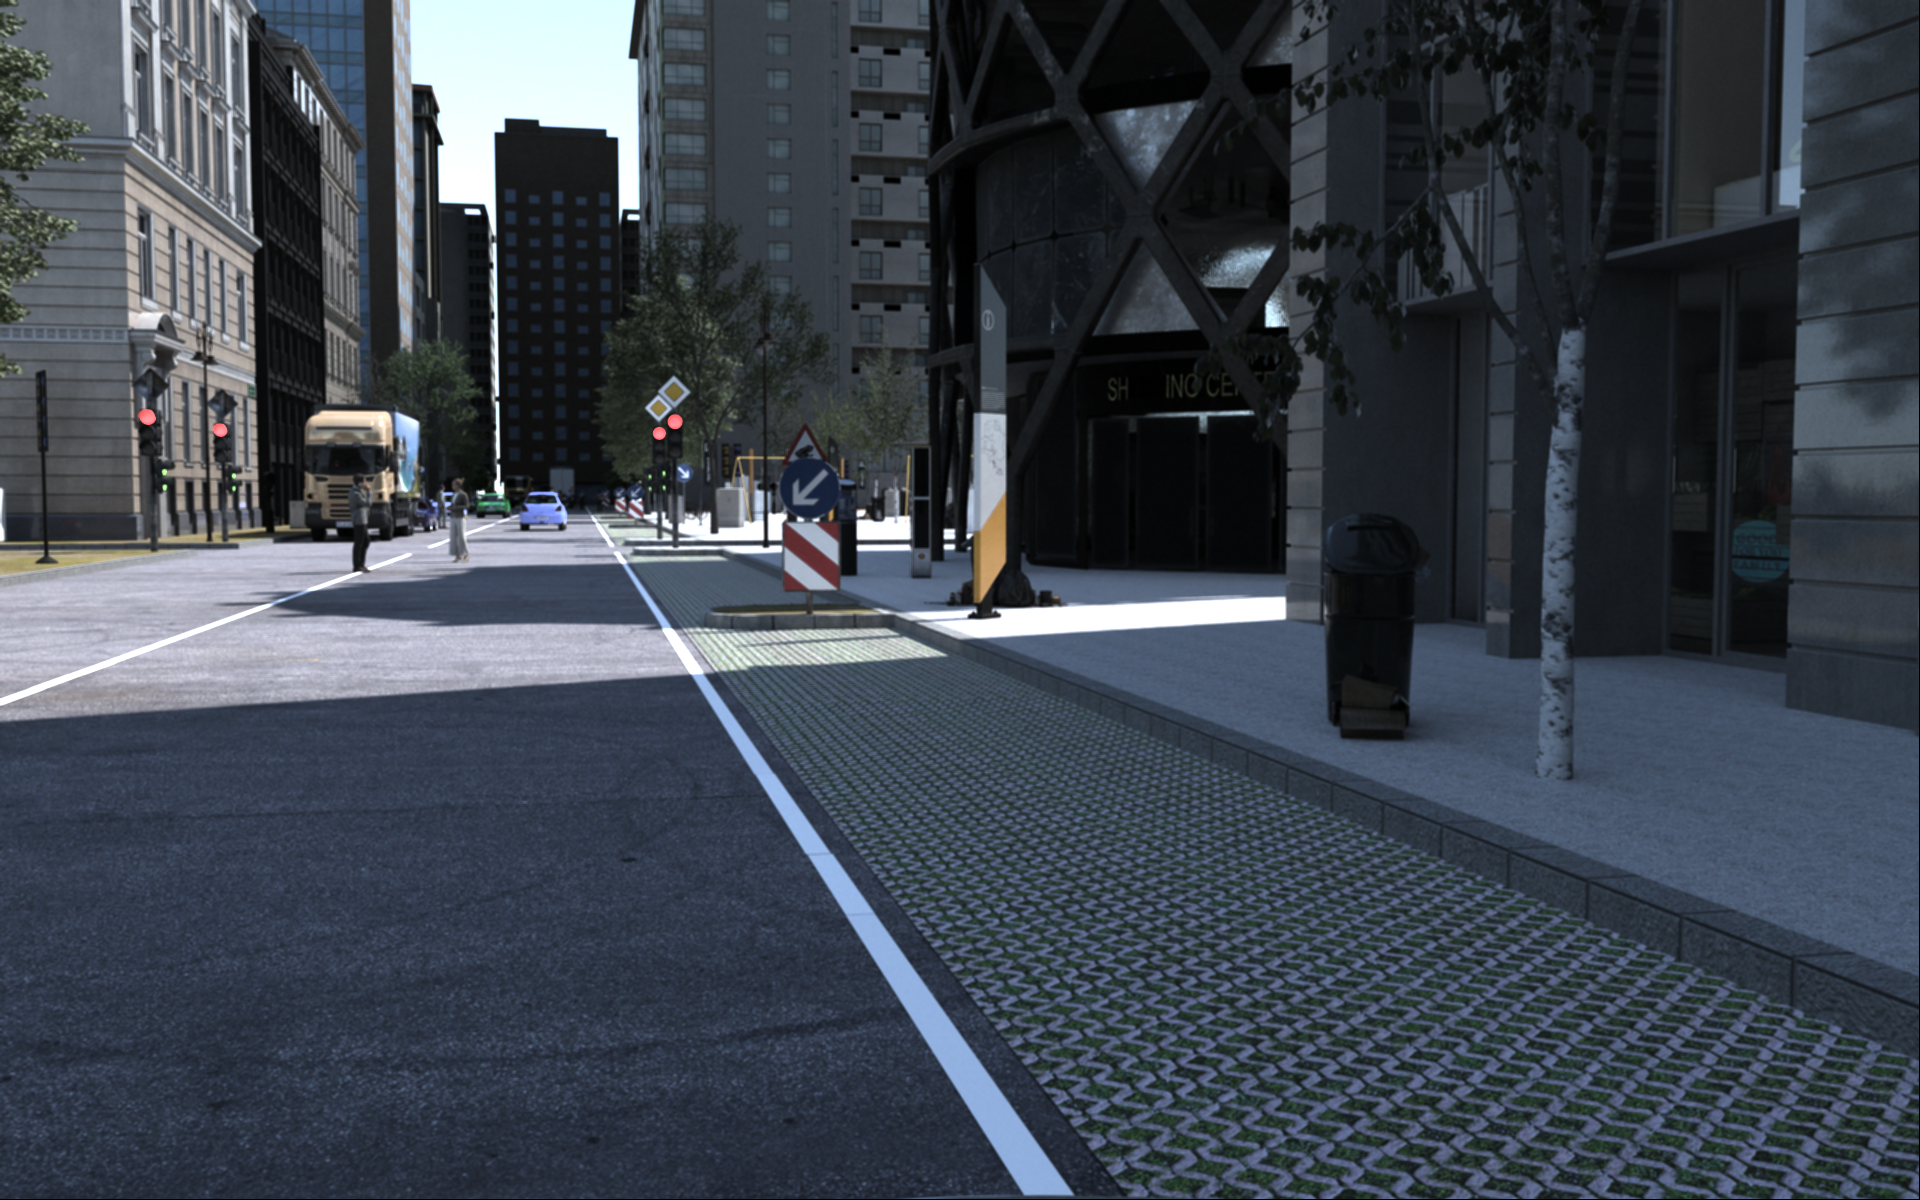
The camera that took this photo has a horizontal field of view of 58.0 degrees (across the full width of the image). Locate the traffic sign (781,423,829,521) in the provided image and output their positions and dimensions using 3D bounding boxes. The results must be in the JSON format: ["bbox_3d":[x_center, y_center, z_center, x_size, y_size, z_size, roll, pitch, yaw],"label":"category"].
[{"bbox_3d":[-2.848,-1.953,31.929,0.884,2.594,0.081,-1,4,-12],"label":"traffic sign"}]

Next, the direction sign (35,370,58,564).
[{"bbox_3d":[-16.934,-2.447,32.006,0.379,3.537,0.876,-3,4,-37],"label":"direction sign"}]

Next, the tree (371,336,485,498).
[{"bbox_3d":[-35.099,-11.496,113.718,9.928,11.665,9.643,0,3,0],"label":"tree"}]

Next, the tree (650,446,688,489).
[{"bbox_3d":[-20.412,-10.286,118.546,4.737,8.622,4.395,0,3,0],"label":"tree"}]

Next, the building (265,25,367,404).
[{"bbox_3d":[-39.545,-18.062,92.572,12.463,27.353,25.104,-1,4,-12],"label":"building"}]

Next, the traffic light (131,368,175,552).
[{"bbox_3d":[-17.961,-3.035,38.540,0.839,4.253,0.868,-1,4,-12],"label":"traffic light"}]

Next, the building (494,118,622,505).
[{"bbox_3d":[-48.663,-34.283,210.632,14.200,45.320,14.600,-1,4,-12],"label":"building"}]

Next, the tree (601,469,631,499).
[{"bbox_3d":[-39.317,-13.114,198.131,4.285,4.588,4.351,0,3,0],"label":"tree"}]

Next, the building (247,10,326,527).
[{"bbox_3d":[-34.425,-14.876,72.898,12.332,23.373,15.834,-1,4,-12],"label":"building"}]

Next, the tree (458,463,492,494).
[{"bbox_3d":[-54.383,-12.936,195.210,4.285,4.588,4.351,0,3,0],"label":"tree"}]

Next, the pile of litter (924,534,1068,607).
[{"bbox_3d":[0.411,-0.376,20.109,1.719,0.858,1.176,3,5,43],"label":"pile of litter"}]

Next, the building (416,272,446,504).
[{"bbox_3d":[-58.472,-18.317,144.519,27.650,21.520,28.899,-1,4,-12],"label":"building"}]

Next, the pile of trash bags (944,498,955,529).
[{"bbox_3d":[0.756,-3.341,64.374,3.447,1.369,1.912,-1,4,-16],"label":"pile of trash bags"}]

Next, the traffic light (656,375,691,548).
[{"bbox_3d":[-6.773,-3.187,41.020,0.839,4.253,0.868,-1,4,-12],"label":"traffic light"}]

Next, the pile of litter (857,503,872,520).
[{"bbox_3d":[-4.679,-4.414,86.126,1.176,0.858,1.719,-1,4,-15],"label":"pile of litter"}]

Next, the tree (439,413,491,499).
[{"bbox_3d":[-46.875,-13.123,164.925,4.737,8.622,4.395,0,3,0],"label":"tree"}]

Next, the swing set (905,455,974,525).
[{"bbox_3d":[-0.544,-4.425,69.971,3.119,2.851,2.862,0,4,-7],"label":"swing set"}]

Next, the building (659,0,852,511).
[{"bbox_3d":[-16.286,-27.621,135.199,14.154,41.232,14.086,-1,4,-12],"label":"building"}]

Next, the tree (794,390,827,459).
[{"bbox_3d":[-9.348,-10.378,120.049,4.737,8.622,4.395,0,3,0],"label":"tree"}]

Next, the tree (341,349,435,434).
[{"bbox_3d":[-29.117,-8.413,87.908,4.360,8.622,3.978,0,3,0],"label":"tree"}]

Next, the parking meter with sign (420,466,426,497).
[{"bbox_3d":[-33.610,-6.824,107.838,0.543,3.016,1.738,-1,4,-13],"label":"parking meter with sign"}]

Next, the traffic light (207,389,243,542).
[{"bbox_3d":[-19.685,-3.512,46.337,0.839,4.253,0.868,-1,4,-12],"label":"traffic light"}]

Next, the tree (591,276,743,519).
[{"bbox_3d":[-14.613,-10.467,89.265,7.486,12.596,7.792,0,3,0],"label":"tree"}]

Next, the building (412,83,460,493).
[{"bbox_3d":[-66.449,-31.988,177.632,28.867,44.769,22.147,-1,4,-12],"label":"building"}]

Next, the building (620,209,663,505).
[{"bbox_3d":[-32.062,-32.555,224.154,23.993,40.220,32.217,-1,4,-12],"label":"building"}]

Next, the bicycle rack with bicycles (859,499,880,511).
[{"bbox_3d":[-6.109,-6.839,125.195,2.852,0.926,2.925,-1,4,-20],"label":"bicycle rack with bicycles"}]

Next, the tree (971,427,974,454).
[{"bbox_3d":[2.374,-9.792,110.458,4.737,8.622,4.395,0,3,0],"label":"tree"}]

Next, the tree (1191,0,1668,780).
[{"bbox_3d":[2.631,-3.513,7.808,4.360,8.622,3.978,0,3,0],"label":"tree"}]

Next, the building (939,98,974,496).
[{"bbox_3d":[-13.962,-34.743,157.291,28.713,52.752,27.495,-1,4,-12],"label":"building"}]

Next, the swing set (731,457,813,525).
[{"bbox_3d":[-8.242,-4.650,73.654,3.119,2.851,2.862,-2,4,-29],"label":"swing set"}]

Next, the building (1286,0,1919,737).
[{"bbox_3d":[11.759,-13.831,3.625,11.434,29.767,29.804,-1,4,-12],"label":"building"}]

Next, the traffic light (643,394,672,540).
[{"bbox_3d":[-8.497,-3.663,48.818,0.839,4.253,0.868,-1,4,-12],"label":"traffic light"}]

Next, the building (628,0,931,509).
[{"bbox_3d":[-19.984,-36.381,184.068,28.713,52.752,27.495,-1,4,-12],"label":"building"}]

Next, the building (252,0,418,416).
[{"bbox_3d":[-46.947,-28.994,124.158,14.600,45.320,14.200,-1,4,-12],"label":"building"}]

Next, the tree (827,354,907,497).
[{"bbox_3d":[-4.531,-8.630,91.466,4.737,8.622,4.395,0,3,0],"label":"tree"}]

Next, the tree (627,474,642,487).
[{"bbox_3d":[-26.750,-9.110,143.553,1.663,3.219,1.824,0,3,0],"label":"tree"}]

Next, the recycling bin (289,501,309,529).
[{"bbox_3d":[-24.164,-3.124,63.638,0.722,1.027,0.722,0,4,-3],"label":"recycling bin"}]

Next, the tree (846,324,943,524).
[{"bbox_3d":[-2.784,-7.589,74.447,4.360,8.622,3.978,0,3,0],"label":"tree"}]

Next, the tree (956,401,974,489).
[{"bbox_3d":[0.882,-8.114,83.023,4.360,8.622,3.978,0,3,0],"label":"tree"}]

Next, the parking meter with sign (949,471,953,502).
[{"bbox_3d":[-0.178,-6.119,96.303,0.543,3.016,1.738,1,4,12],"label":"parking meter with sign"}]

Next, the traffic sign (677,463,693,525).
[{"bbox_3d":[-11.521,-4.412,72.246,0.768,2.556,0.104,-1,4,-10],"label":"traffic sign"}]

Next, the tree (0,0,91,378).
[{"bbox_3d":[-15.627,-6.429,23.240,7.486,12.596,7.792,0,3,0],"label":"tree"}]

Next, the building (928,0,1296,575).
[{"bbox_3d":[7.561,-10.147,33.360,16.820,18.784,16.811,-1,4,-12],"label":"building"}]

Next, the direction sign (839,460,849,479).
[{"bbox_3d":[-7.843,-7.644,116.980,0.876,3.537,0.379,3,4,38],"label":"direction sign"}]

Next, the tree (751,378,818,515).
[{"bbox_3d":[-10.476,-9.362,103.436,4.360,8.622,3.978,0,3,0],"label":"tree"}]

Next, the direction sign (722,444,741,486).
[{"bbox_3d":[-10.280,-5.258,77.973,0.876,3.537,0.379,0,4,-1],"label":"direction sign"}]

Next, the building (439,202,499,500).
[{"bbox_3d":[-70.218,-32.038,215.710,23.993,40.220,32.217,-1,4,-12],"label":"building"}]

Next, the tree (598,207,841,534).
[{"bbox_3d":[-7.832,-7.420,55.737,8.767,10.594,7.601,0,4,6],"label":"tree"}]

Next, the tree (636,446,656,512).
[{"bbox_3d":[-22.199,-10.651,124.514,4.360,8.622,3.978,0,3,0],"label":"tree"}]

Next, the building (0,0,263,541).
[{"bbox_3d":[-30.908,-16.467,55.136,13.634,28.700,20.117,-1,4,-12],"label":"building"}]

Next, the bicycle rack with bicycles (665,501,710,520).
[{"bbox_3d":[-13.509,-4.474,86.526,2.925,0.926,2.852,1,4,21],"label":"bicycle rack with bicycles"}]

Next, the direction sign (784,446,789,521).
[{"bbox_3d":[-8.112,-5.472,81.458,0.379,3.537,0.876,0,4,5],"label":"direction sign"}]
